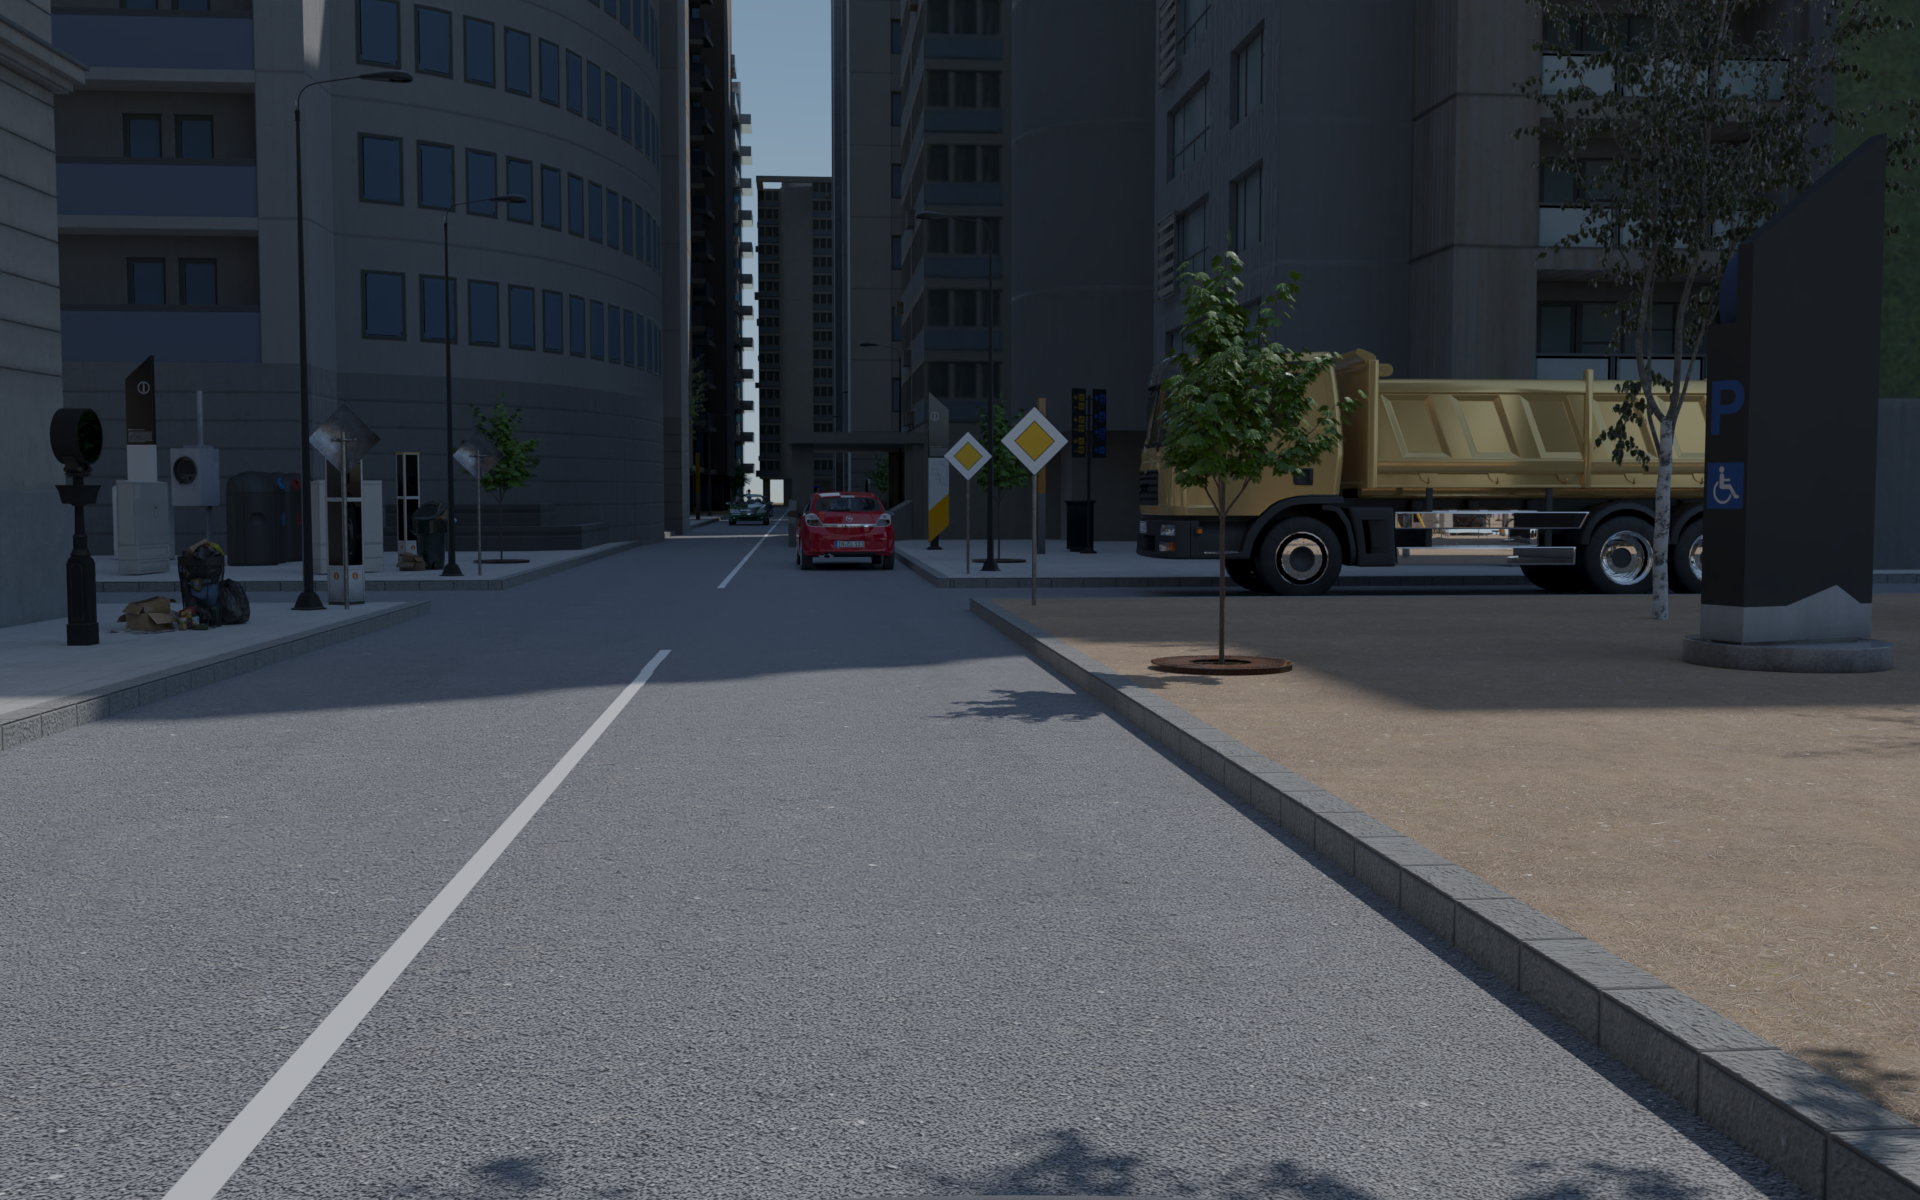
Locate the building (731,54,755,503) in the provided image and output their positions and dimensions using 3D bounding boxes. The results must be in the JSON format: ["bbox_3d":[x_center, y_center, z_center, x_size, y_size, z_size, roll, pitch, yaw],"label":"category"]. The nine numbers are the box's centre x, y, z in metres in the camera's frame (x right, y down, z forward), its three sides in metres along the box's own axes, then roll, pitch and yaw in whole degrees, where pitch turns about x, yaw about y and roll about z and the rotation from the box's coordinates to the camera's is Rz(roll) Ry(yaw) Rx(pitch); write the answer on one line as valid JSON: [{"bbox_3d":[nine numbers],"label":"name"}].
[{"bbox_3d":[-38.538,-35.171,194.650,30.456,49.044,23.786,0,4,-5],"label":"building"}]

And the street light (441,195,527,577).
[{"bbox_3d":[-7.414,-3.330,26.979,1.470,5.913,1.316,0,4,-5],"label":"street light"}]

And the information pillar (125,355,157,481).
[{"bbox_3d":[-13.776,-2.315,29.202,0.504,3.616,0.183,0,4,4],"label":"information pillar"}]

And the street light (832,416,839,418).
[{"bbox_3d":[-6.874,-7.955,102.609,1.470,5.913,1.316,0,4,-5],"label":"street light"}]

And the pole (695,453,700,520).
[{"bbox_3d":[-13.005,-5.631,85.913,0.158,3.312,0.155,0,3,0],"label":"pole"}]

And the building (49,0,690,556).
[{"bbox_3d":[-19.285,-30.956,48.123,21.231,58.520,28.212,0,4,-5],"label":"building"}]

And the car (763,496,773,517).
[{"bbox_3d":[-12.574,-5.831,107.919,1.945,1.354,3.894,0,4,-3],"label":"car"}]

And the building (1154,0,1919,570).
[{"bbox_3d":[12.145,-21.473,34.686,14.086,41.232,14.154,0,4,-5],"label":"building"}]

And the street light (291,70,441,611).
[{"bbox_3d":[-6.691,-2.847,19.093,1.470,5.913,1.316,0,4,-5],"label":"street light"}]

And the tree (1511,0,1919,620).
[{"bbox_3d":[7.400,-4.111,17.584,4.360,8.622,3.978,0,3,0],"label":"tree"}]

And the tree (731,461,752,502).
[{"bbox_3d":[-19.972,-10.263,151.507,4.285,4.588,4.351,0,3,0],"label":"tree"}]

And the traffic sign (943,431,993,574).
[{"bbox_3d":[0.126,-1.479,27.824,0.795,2.450,0.064,0,4,-5],"label":"traffic sign"}]

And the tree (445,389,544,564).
[{"bbox_3d":[-8.473,-2.296,32.138,1.663,3.219,1.824,0,3,0],"label":"tree"}]

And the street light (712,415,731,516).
[{"bbox_3d":[-14.087,-7.870,101.208,1.470,5.913,1.316,0,4,-5],"label":"street light"}]

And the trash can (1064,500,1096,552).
[{"bbox_3d":[2.670,-1.641,38.476,0.748,1.137,0.748,0,3,0],"label":"trash can"}]

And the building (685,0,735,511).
[{"bbox_3d":[-25.110,-29.745,136.448,14.600,45.320,14.200,0,4,-5],"label":"building"}]

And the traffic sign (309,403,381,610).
[{"bbox_3d":[-6.816,-0.951,19.197,0.795,2.450,0.064,0,4,-5],"label":"traffic sign"}]

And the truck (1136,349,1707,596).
[{"bbox_3d":[6.631,-1.752,24.565,9.791,3.379,3.469,0,4,-4],"label":"truck"}]

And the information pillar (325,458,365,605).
[{"bbox_3d":[-7.131,-0.953,20.074,0.304,2.012,0.304,2,4,27],"label":"information pillar"}]

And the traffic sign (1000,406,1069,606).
[{"bbox_3d":[0.849,-0.993,19.871,0.795,2.450,0.064,0,4,-5],"label":"traffic sign"}]

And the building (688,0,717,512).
[{"bbox_3d":[-27.796,-28.135,114.640,22.147,44.769,28.867,0,4,-5],"label":"building"}]

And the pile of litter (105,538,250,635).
[{"bbox_3d":[-7.554,-0.166,16.673,1.176,0.858,1.719,1,4,20],"label":"pile of litter"}]

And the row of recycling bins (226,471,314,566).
[{"bbox_3d":[-12.884,-1.547,32.412,1.069,1.692,3.534,0,4,-6],"label":"row of recycling bins"}]

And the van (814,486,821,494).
[{"bbox_3d":[-11.510,-7.799,131.892,2.240,2.365,5.245,0,4,-7],"label":"van"}]

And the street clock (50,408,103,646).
[{"bbox_3d":[-7.456,-0.618,14.668,0.358,2.002,0.471,0,4,-1],"label":"street clock"}]

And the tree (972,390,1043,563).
[{"bbox_3d":[0.751,-2.309,32.360,1.663,3.219,1.824,0,3,0],"label":"tree"}]

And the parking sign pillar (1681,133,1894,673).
[{"bbox_3d":[6.236,-1.499,12.974,1.447,3.967,1.447,-1,4,-22],"label":"parking sign pillar"}]

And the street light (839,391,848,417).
[{"bbox_3d":[-4.578,-6.448,77.967,1.470,5.913,1.316,0,4,-5],"label":"street light"}]

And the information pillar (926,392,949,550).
[{"bbox_3d":[-0.507,-2.961,39.770,0.504,3.616,0.183,-1,4,-14],"label":"information pillar"}]

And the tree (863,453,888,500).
[{"bbox_3d":[-2.933,-4.660,70.795,1.663,3.219,1.824,0,3,0],"label":"tree"}]

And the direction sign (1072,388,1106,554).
[{"bbox_3d":[2.775,-2.771,37.305,0.876,3.537,0.379,-2,4,-30],"label":"direction sign"}]

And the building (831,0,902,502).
[{"bbox_3d":[-1.661,-38.071,164.455,21.231,58.520,28.212,0,4,-5],"label":"building"}]

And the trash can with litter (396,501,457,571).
[{"bbox_3d":[-8.997,-1.086,29.148,0.624,1.170,1.055,1,4,15],"label":"trash can with litter"}]

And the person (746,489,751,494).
[{"bbox_3d":[-12.535,-5.774,103.693,0.721,1.735,1.217,-1,4,-14],"label":"person"}]

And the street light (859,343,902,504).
[{"bbox_3d":[-2.384,-4.940,53.317,1.470,5.913,1.316,0,4,-5],"label":"street light"}]

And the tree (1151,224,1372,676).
[{"bbox_3d":[1.864,-1.096,12.526,1.663,3.219,1.824,0,3,0],"label":"tree"}]

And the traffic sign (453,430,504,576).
[{"bbox_3d":[-7.539,-1.438,27.150,0.795,2.450,0.064,0,4,-5],"label":"traffic sign"}]

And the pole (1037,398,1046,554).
[{"bbox_3d":[1.730,-2.633,36.886,0.158,3.312,0.155,0,3,0],"label":"pole"}]

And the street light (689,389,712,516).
[{"bbox_3d":[-11.875,-6.362,76.559,1.470,5.913,1.316,0,4,-5],"label":"street light"}]

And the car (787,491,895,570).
[{"bbox_3d":[-2.311,-1.537,34.168,2.155,1.783,4.494,0,4,-7],"label":"car"}]

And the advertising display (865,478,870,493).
[{"bbox_3d":[-3.635,-3.855,68.251,0.123,1.923,0.974,0,4,1],"label":"advertising display"}]

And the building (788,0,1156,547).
[{"bbox_3d":[10.782,-22.142,53.911,32.217,40.220,23.993,0,4,-5],"label":"building"}]

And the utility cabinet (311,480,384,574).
[{"bbox_3d":[-9.900,-1.176,27.914,0.318,1.500,1.173,2,4,35],"label":"utility cabinet"}]

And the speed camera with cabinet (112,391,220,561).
[{"bbox_3d":[-15.284,-2.383,33.296,2.038,3.252,0.660,1,4,16],"label":"speed camera with cabinet"}]

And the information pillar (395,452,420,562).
[{"bbox_3d":[-9.781,-1.604,30.721,0.304,2.012,0.304,-3,5,-44],"label":"information pillar"}]

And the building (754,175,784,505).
[{"bbox_3d":[-11.650,-31.151,201.196,23.993,40.220,32.217,0,4,-5],"label":"building"}]

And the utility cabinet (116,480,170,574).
[{"bbox_3d":[-13.067,-1.167,27.752,0.318,1.500,1.173,0,4,-1],"label":"utility cabinet"}]

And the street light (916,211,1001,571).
[{"bbox_3d":[-0.032,-3.434,28.681,1.470,5.913,1.316,0,4,-5],"label":"street light"}]

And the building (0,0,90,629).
[{"bbox_3d":[-19.840,-13.639,10.383,23.554,28.519,14.401,0,4,-5],"label":"building"}]

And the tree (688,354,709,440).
[{"bbox_3d":[-12.737,-7.474,72.555,4.737,8.622,4.395,0,3,0],"label":"tree"}]

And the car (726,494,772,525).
[{"bbox_3d":[-9.832,-4.222,80.820,2.131,1.459,4.920,0,4,-5],"label":"car"}]

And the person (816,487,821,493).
[{"bbox_3d":[-7.863,-5.340,95.912,0.694,1.812,0.767,1,4,12],"label":"person"}]
